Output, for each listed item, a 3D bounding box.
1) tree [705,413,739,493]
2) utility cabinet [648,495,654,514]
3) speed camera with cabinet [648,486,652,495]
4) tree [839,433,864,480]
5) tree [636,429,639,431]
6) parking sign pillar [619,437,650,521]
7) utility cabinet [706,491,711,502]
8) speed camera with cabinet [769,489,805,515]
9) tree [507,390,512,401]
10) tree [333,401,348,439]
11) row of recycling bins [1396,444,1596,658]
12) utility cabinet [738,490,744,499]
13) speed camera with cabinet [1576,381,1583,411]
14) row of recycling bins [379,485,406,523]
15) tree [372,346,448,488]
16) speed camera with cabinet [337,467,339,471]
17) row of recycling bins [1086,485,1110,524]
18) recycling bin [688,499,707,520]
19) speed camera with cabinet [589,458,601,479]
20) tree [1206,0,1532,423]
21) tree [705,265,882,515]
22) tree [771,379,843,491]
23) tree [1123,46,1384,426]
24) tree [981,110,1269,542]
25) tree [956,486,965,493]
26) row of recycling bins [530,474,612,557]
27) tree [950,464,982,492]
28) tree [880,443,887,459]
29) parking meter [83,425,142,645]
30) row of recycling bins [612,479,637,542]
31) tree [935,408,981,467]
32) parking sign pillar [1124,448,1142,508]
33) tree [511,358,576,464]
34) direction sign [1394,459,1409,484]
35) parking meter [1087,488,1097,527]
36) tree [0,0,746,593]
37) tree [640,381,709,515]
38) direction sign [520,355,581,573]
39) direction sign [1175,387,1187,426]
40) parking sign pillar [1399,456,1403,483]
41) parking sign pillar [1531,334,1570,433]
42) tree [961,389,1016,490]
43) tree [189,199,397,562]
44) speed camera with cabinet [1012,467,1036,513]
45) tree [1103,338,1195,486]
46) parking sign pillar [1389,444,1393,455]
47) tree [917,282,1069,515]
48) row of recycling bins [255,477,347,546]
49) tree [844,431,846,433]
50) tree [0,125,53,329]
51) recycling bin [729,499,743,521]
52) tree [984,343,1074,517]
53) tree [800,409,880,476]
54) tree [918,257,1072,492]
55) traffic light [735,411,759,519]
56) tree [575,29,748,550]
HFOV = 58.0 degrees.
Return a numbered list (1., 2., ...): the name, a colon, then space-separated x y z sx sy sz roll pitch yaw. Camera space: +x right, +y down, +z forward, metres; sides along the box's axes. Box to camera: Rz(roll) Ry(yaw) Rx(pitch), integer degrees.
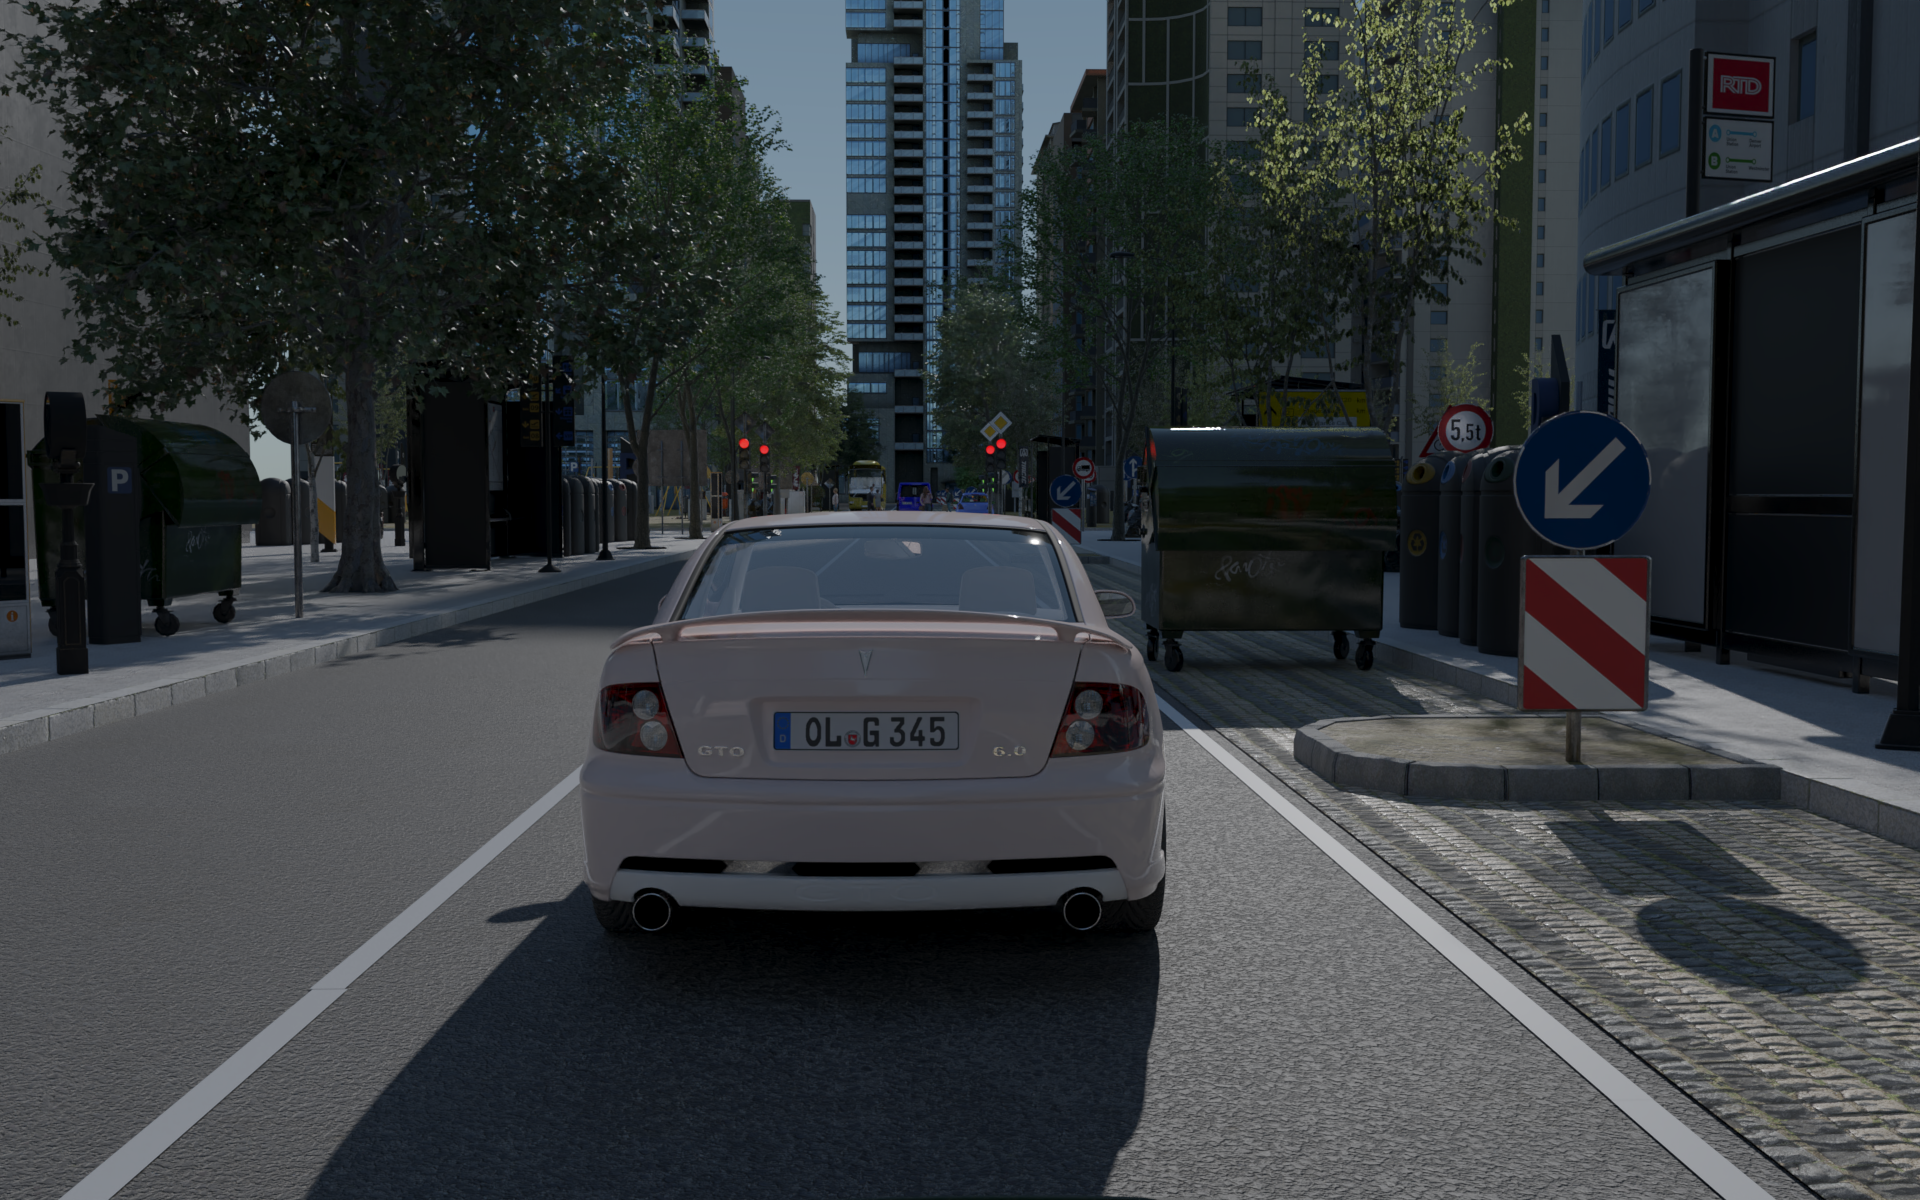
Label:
1. tree: -18.837 -11.440 137.403 4.737 8.622 4.395 0 3 0
2. utility cabinet: -20.726 -6.322 114.519 1.020 1.237 0.306 2 4 28
3. speed camera with cabinet: -25.216 -8.895 139.769 0.660 3.252 2.038 -1 4 -11
4. tree: -12.062 -15.166 198.318 4.360 8.622 3.978 0 3 0
5. tree: -22.252 -10.974 129.790 4.360 8.622 3.978 0 3 0
6. parking sign pillar: -15.434 -5.714 81.898 1.447 3.967 1.447 1 4 8
7. utility cabinet: -16.050 -6.315 111.933 0.318 1.500 1.173 -2 4 -32
8. speed camera with cabinet: -10.026 -6.482 100.314 2.038 3.252 0.660 0 4 2
9. tree: -26.738 -8.976 97.117 4.360 8.622 3.978 0 3 0
10. tree: -30.212 -8.547 90.113 4.360 8.622 3.978 0 3 0
11. row of recycling bins: 4.691 -0.497 15.241 1.069 1.692 3.534 0 4 1
12. utility cabinet: -11.980 -5.242 94.390 0.318 1.500 1.173 -1 4 -14
13. speed camera with cabinet: 11.584 -2.207 30.417 2.038 3.252 0.660 1 4 23
14. row of recycling bins: -25.812 -4.182 75.494 1.069 1.692 3.534 3 5 41
15. tree: -21.284 -7.267 69.172 4.360 8.622 3.978 0 3 0
16. speed camera with cabinet: -45.307 -7.945 124.232 2.038 3.252 0.660 -1 4 -19
17. row of recycling bins: 6.056 -4.259 76.739 1.069 1.692 3.534 0 4 2
18. recycling bin: -12.850 -4.415 84.733 0.722 1.027 0.722 -2 4 -29
19. speed camera with cabinet: -20.426 -6.181 95.396 0.660 3.252 2.038 1 4 17
20. tree: 5.151 -4.349 21.463 4.360 8.622 3.978 0 3 0
21. tree: -8.633 -10.087 83.041 7.486 12.596 7.792 0 3 0
22. tree: -10.137 -9.831 111.094 4.737 8.622 4.395 0 3 0
23. tree: 5.112 -4.807 28.950 4.737 8.622 4.395 0 3 0
24. tree: 4.500 -7.413 46.961 9.928 11.665 9.643 0 3 0
25. tree: 0.532 -11.993 190.691 1.663 3.219 1.824 0 3 0
26. row of recycling bins: -8.390 -1.827 36.984 1.069 1.692 3.534 0 4 0
27. tree: 0.787 -10.520 155.721 4.285 4.588 4.351 0 3 0
28. tree: -12.832 -16.557 205.115 8.767 10.594 7.601 0 4 -1
29. parking meter: -7.276 -0.561 14.887 0.255 1.863 0.399 2 4 30
30. row of recycling bins: -9.491 -2.399 46.333 1.069 1.692 3.534 0 4 7
31. tree: 1.170 -14.949 178.822 8.767 10.594 7.601 2 4 35
32. parking sign pillar: 9.889 -6.648 97.168 1.447 3.967 1.447 1 4 20
33. tree: -21.656 -8.446 88.448 4.737 8.622 4.395 0 3 0
34. direction sign: 28.273 -7.280 111.022 0.876 3.537 0.379 1 4 21
35. parking meter: 5.110 -3.591 67.127 0.372 1.533 0.369 0 3 0
36. tree: -7.891 -6.460 22.634 9.611 12.733 9.660 0 3 0
37. tree: -17.558 -9.650 108.136 4.360 8.622 3.978 0 3 0
38. direction sign: -6.740 -2.223 28.344 0.876 3.537 0.379 0 4 -4
39. direction sign: 4.718 -2.754 37.020 0.379 3.537 0.876 1 4 23
40. parking sign pillar: 30.961 -8.199 122.533 1.447 3.967 1.447 2 4 29
41. parking sign pillar: 9.796 -2.463 28.747 1.447 3.967 1.447 1 4 12
42. tree: 2.675 -10.057 114.801 4.737 8.622 4.395 0 3 0
43. tree: -12.246 -5.006 32.213 4.737 8.622 4.395 0 3 0
44. speed camera with cabinet: 4.669 -7.708 120.358 2.038 3.252 0.660 1 4 16
45. tree: 8.863 -7.973 80.726 4.360 8.622 3.978 0 3 0
46. parking sign pillar: 22.460 -6.379 92.761 1.447 3.967 1.447 1 4 10
47. tree: 2.206 -12.046 103.604 9.857 13.997 8.962 0 3 0
48. row of recycling bins: -16.814 -2.284 44.459 1.069 1.692 3.534 1 4 11
49. tree: -10.549 -11.010 130.372 4.737 8.622 4.395 0 3 0
50. tree: -15.202 -4.534 24.493 4.360 8.622 3.978 0 3 0
51. recycling bin: -10.554 -4.263 82.248 0.722 1.027 0.722 -1 4 -17
52. tree: 3.178 -8.230 84.929 4.360 8.622 3.978 0 3 0
53. tree: -12.509 -14.544 172.208 7.601 10.594 8.767 0 4 4
54. tree: 2.816 -17.173 136.671 12.611 20.169 13.585 0 3 0
55. traffic light: -7.244 -4.259 58.548 0.839 4.253 0.868 0 4 -2
56. tree: -7.455 -6.979 39.870 9.928 11.665 9.643 0 3 0
